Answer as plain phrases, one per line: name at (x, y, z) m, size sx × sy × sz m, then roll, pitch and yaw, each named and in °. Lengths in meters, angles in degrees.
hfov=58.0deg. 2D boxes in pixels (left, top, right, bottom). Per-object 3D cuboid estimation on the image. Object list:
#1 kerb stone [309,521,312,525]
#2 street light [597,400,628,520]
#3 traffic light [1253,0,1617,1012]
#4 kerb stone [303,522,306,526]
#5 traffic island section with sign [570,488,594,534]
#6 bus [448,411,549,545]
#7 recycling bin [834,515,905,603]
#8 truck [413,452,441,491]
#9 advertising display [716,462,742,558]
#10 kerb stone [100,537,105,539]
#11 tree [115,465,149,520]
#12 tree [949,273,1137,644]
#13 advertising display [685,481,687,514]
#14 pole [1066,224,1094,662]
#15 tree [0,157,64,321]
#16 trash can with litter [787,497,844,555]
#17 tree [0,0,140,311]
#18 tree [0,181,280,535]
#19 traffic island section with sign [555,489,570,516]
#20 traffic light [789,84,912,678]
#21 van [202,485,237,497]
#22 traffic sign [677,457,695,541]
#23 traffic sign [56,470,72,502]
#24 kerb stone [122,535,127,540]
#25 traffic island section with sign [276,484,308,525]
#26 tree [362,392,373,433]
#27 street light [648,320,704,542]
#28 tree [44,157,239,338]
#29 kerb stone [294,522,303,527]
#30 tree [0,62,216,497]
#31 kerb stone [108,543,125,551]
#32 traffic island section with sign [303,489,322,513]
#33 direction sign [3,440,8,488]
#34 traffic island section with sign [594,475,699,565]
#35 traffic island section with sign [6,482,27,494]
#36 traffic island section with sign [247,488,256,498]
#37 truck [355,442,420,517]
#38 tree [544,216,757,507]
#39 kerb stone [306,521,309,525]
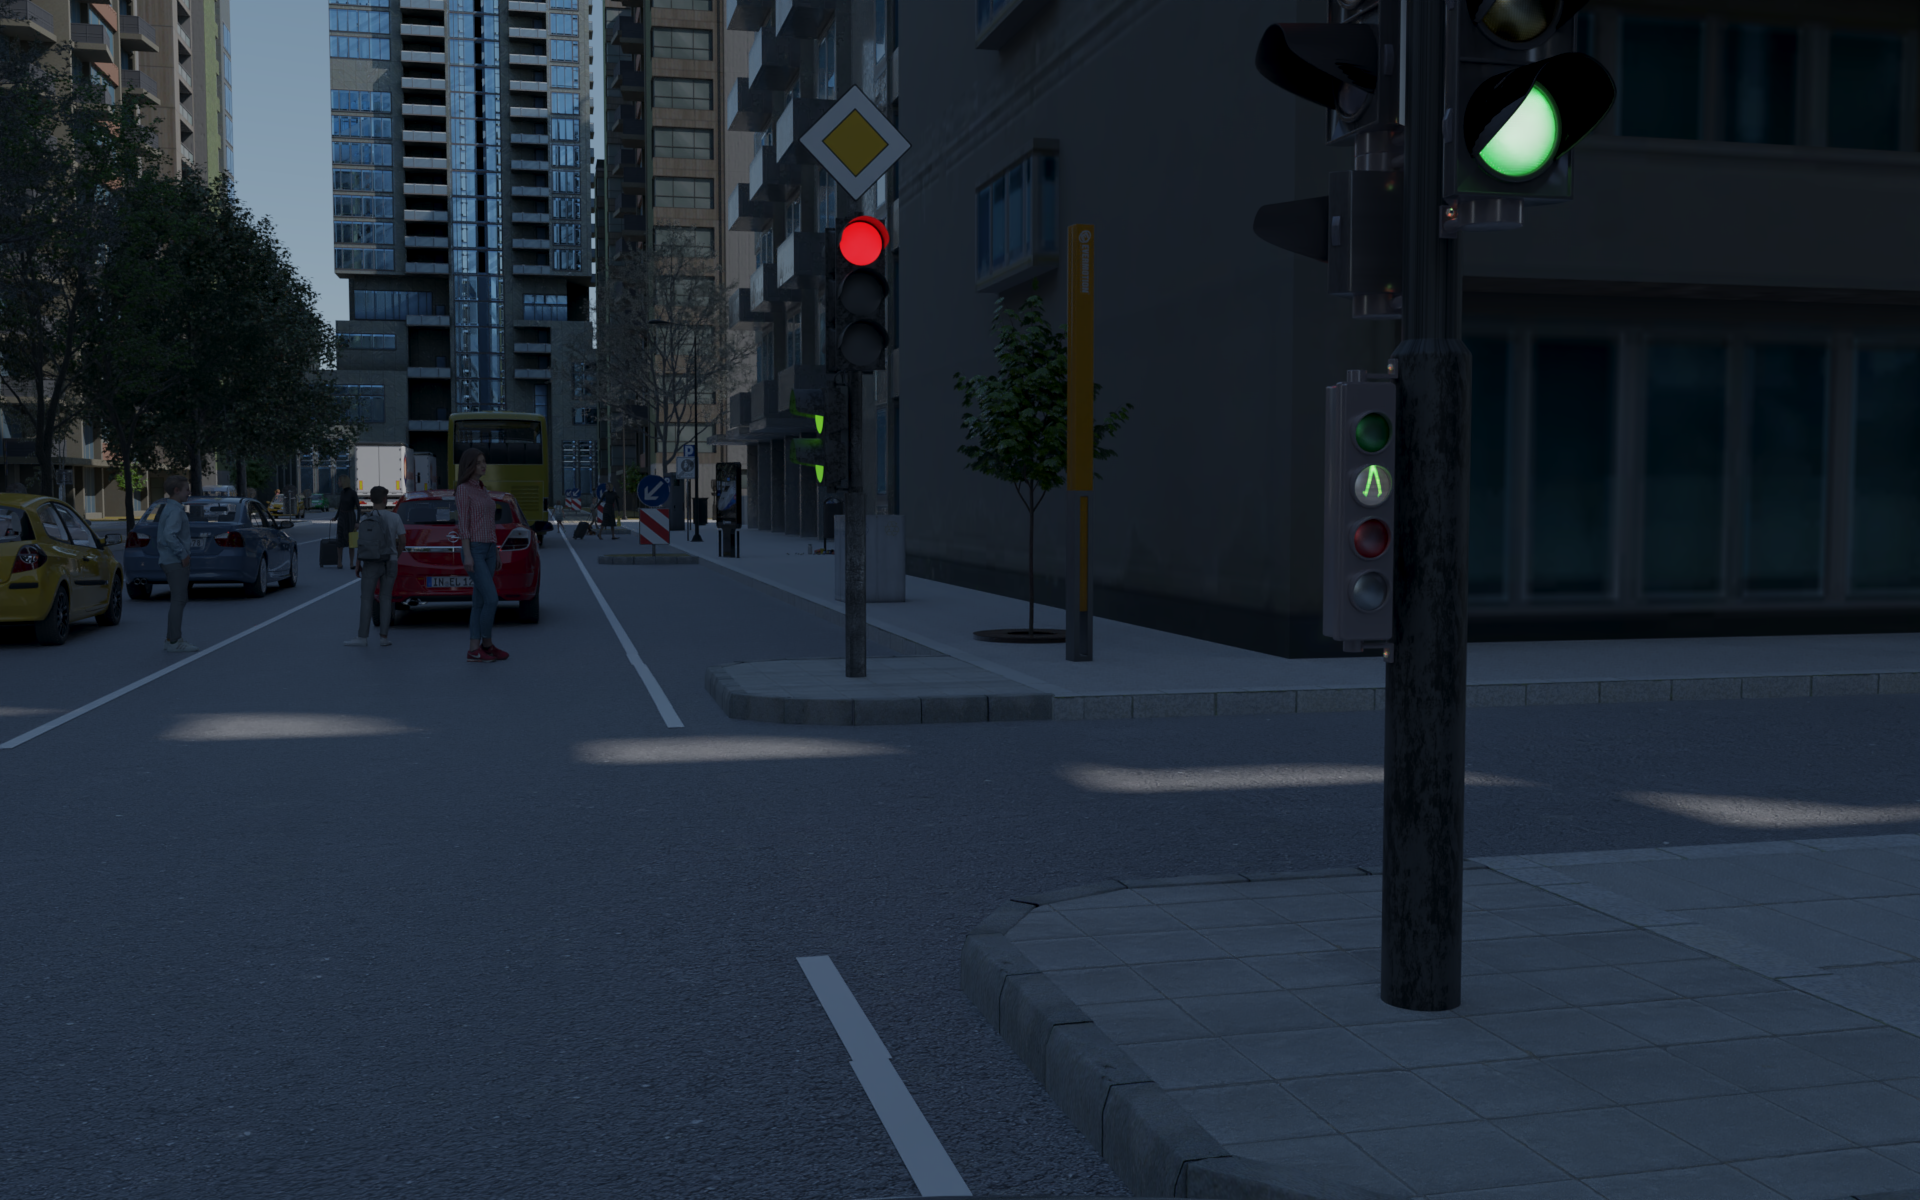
kerb stone at (-30.188, -3.535, 80.022) m, size 0.120 × 0.150 × 1.000 m, roll -1°, pitch 4°, yaw -14°
street light at (-17.130, -6.903, 85.412) m, size 1.470 × 5.913 × 1.316 m, roll -1°, pitch 4°, yaw -14°
traffic light at (-0.877, -1.773, 3.659) m, size 4.771 × 5.953 × 1.251 m, roll -1°, pitch 4°, yaw -14°
kerb stone at (-29.710, -3.413, 78.028) m, size 0.120 × 0.150 × 1.000 m, roll -1°, pitch 4°, yaw -14°
traffic island section with sign at (-12.884, -3.281, 62.277) m, size 1.989 × 1.847 × 2.006 m, roll -1°, pitch 4°, yaw -14°
bus at (-13.537, -3.621, 50.753) m, size 2.896 × 3.916 × 12.252 m, roll -1°, pitch 4°, yaw -15°
recycling bin at (-1.081, -0.500, 20.730) m, size 0.722 × 1.027 × 0.722 m, roll -1°, pitch 4°, yaw -17°
truck at (-37.831, -8.050, 120.530) m, size 2.839 × 4.237 × 11.283 m, roll -1°, pitch 4°, yaw -14°
advertising display at (-4.673, -1.822, 34.999) m, size 0.123 × 1.923 × 0.974 m, roll -2°, pitch 4°, yaw -33°
kerb stone at (-25.435, -1.796, 51.562) m, size 0.120 × 0.150 × 1.000 m, roll -1°, pitch 4°, yaw -14°
tree at (-41.611, -5.649, 86.962) m, size 1.663 × 3.219 × 1.824 m, roll 0°, pitch 3°, yaw 0°
tree at (0.760, -1.266, 15.308) m, size 1.663 × 3.219 × 1.824 m, roll 0°, pitch 3°, yaw 0°
advertising display at (-13.340, -4.873, 84.890) m, size 0.123 × 1.923 × 0.974 m, roll -1°, pitch 4°, yaw -15°
pole at (0.918, -1.186, 13.233) m, size 0.158 × 3.312 × 0.155 m, roll 0°, pitch 3°, yaw 0°
tree at (-20.131, -4.993, 34.453) m, size 4.360 × 8.622 × 3.978 m, roll 0°, pitch 3°, yaw 0°
trash can with litter at (-2.462, -1.559, 36.545) m, size 2.233 × 1.210 × 1.678 m, roll 3°, pitch 5°, yaw 40°
tree at (-17.806, -6.869, 25.140) m, size 12.009 × 13.543 × 11.850 m, roll 0°, pitch 3°, yaw 0°
tree at (-24.087, -6.936, 50.270) m, size 8.767 × 10.594 × 7.601 m, roll -1°, pitch 4°, yaw -14°
traffic island section with sign at (-24.740, -6.265, 111.062) m, size 1.989 × 1.847 × 2.006 m, roll -1°, pitch 4°, yaw -14°
traffic light at (-0.750, -1.415, 12.050) m, size 0.839 × 4.253 × 0.868 m, roll -1°, pitch 4°, yaw -14°
van at (-33.866, -4.387, 78.746) m, size 2.013 × 2.044 × 4.112 m, roll -1°, pitch 4°, yaw -15°
traffic sign at (-7.440, -2.764, 47.314) m, size 0.606 × 2.300 × 0.079 m, roll -1°, pitch 4°, yaw -12°
traffic sign at (-37.482, -4.305, 72.510) m, size 0.606 × 2.300 × 0.079 m, roll -1°, pitch 4°, yaw -12°
kerb stone at (-26.160, -1.976, 54.543) m, size 0.120 × 0.150 × 1.000 m, roll -1°, pitch 4°, yaw -14°
traffic island section with sign at (-31.672, -4.496, 81.648) m, size 2.006 × 1.907 × 1.989 m, roll -1°, pitch 4°, yaw -14°
tree at (-28.357, -9.090, 68.087) m, size 9.611 × 12.733 × 9.660 m, roll 0°, pitch 3°, yaw 0°
street light at (-7.612, -4.515, 46.367) m, size 1.470 × 5.913 × 1.316 m, roll -1°, pitch 4°, yaw -14°
tree at (-25.994, -8.515, 58.685) m, size 9.611 × 12.733 × 9.660 m, roll 0°, pitch 3°, yaw 0°
kerb stone at (-29.461, -3.354, 77.035) m, size 0.120 × 0.150 × 1.000 m, roll -1°, pitch 4°, yaw -14°
tree at (-21.919, -6.921, 41.368) m, size 9.928 × 11.665 × 9.643 m, roll 0°, pitch 3°, yaw 0°
kerb stone at (-21.465, -1.338, 44.106) m, size 0.120 × 0.150 × 1.000 m, roll -1°, pitch 4°, yaw -14°
traffic island section with sign at (-49.986, -7.588, 132.698) m, size 1.989 × 1.847 × 2.006 m, roll -1°, pitch 4°, yaw -14°
direction sign at (-39.844, -4.915, 72.360) m, size 0.379 × 3.537 × 0.876 m, roll -2°, pitch 4°, yaw -24°
traffic island section with sign at (-6.532, -1.679, 36.078) m, size 1.989 × 1.847 × 2.006 m, roll -1°, pitch 4°, yaw -14°
traffic island section with sign at (-31.964, -3.050, 58.500) m, size 1.989 × 1.847 × 2.006 m, roll -1°, pitch 4°, yaw -14°
traffic island section with sign at (-43.620, -5.986, 106.502) m, size 1.989 × 1.847 × 2.006 m, roll -1°, pitch 4°, yaw -14°
truck at (-32.423, -6.689, 98.280) m, size 2.839 × 4.237 × 11.283 m, roll -1°, pitch 4°, yaw -13°
tree at (-12.881, -10.130, 75.996) m, size 12.009 × 13.543 × 11.850 m, roll 0°, pitch 3°, yaw 0°
kerb stone at (-29.944, -3.471, 79.023) m, size 0.120 × 0.150 × 1.000 m, roll -1°, pitch 4°, yaw -14°
